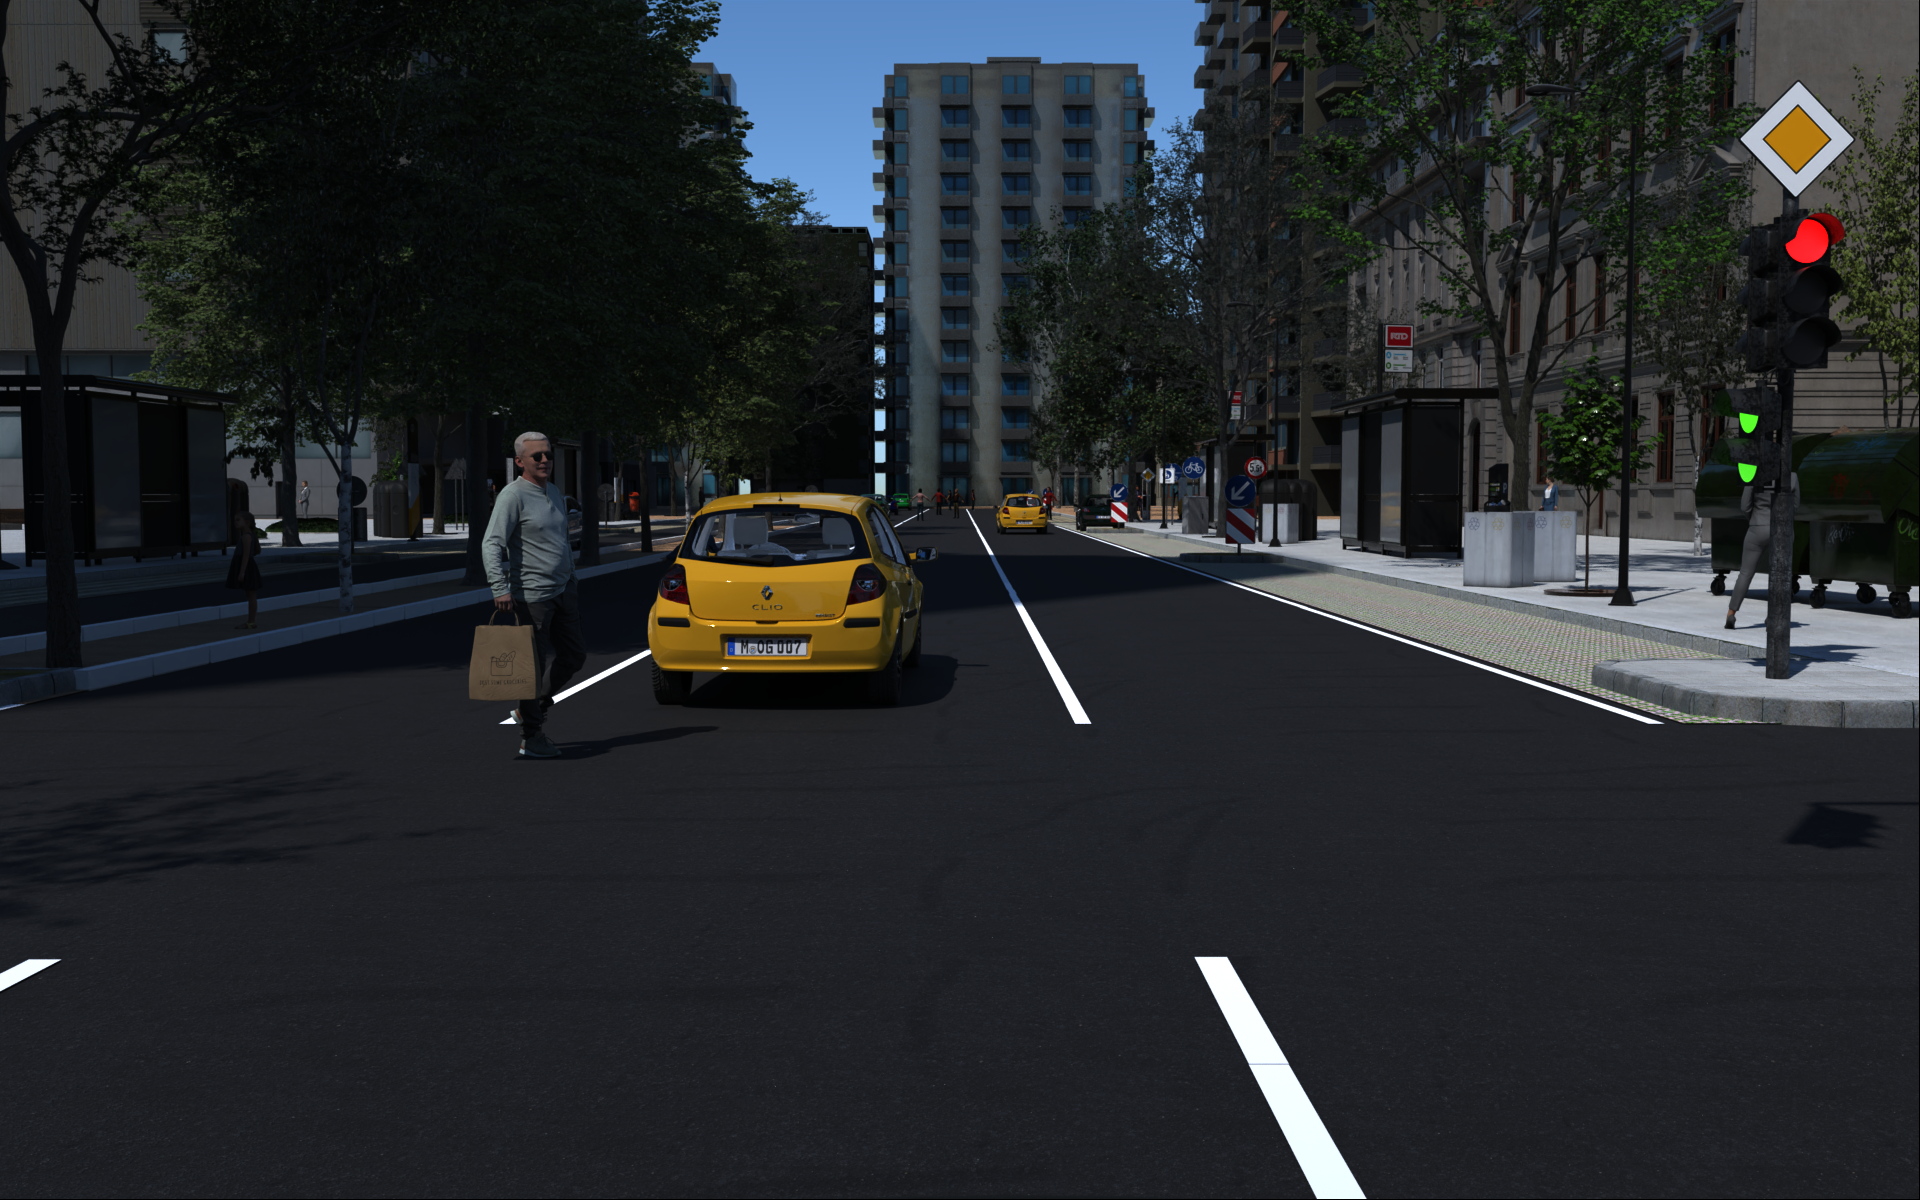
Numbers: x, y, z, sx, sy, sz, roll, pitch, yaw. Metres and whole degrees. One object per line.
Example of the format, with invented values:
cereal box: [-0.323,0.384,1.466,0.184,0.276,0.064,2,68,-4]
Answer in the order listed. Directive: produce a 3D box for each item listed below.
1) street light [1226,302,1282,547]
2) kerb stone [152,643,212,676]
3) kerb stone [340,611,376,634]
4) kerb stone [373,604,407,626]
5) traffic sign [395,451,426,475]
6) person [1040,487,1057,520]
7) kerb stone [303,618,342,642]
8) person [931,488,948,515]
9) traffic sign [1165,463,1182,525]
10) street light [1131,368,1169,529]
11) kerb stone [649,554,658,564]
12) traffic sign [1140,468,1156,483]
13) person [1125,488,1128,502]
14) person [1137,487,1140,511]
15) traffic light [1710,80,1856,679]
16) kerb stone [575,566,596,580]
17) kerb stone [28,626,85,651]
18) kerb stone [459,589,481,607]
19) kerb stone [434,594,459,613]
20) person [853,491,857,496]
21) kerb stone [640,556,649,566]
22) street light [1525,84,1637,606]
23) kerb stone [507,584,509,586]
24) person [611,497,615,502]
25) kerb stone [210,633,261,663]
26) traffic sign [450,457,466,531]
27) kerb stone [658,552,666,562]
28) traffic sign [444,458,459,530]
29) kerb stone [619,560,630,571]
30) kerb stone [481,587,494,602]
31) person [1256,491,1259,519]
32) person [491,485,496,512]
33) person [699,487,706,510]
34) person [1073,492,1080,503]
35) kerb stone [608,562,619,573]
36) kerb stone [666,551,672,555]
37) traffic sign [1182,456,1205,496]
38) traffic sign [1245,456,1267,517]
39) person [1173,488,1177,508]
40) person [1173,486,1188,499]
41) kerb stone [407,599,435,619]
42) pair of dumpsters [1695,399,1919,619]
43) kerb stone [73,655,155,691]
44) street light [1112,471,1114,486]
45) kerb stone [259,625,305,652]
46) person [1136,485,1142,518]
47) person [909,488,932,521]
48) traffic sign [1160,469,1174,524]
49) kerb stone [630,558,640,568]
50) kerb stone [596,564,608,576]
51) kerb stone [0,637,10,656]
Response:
street light: [7.130,-4.247,41.988,1.470,5.913,1.316,0,3,0]
kerb stone: [-6.403,0.493,14.128,0.120,0.150,1.000,0,3,0]
kerb stone: [-6.404,0.246,18.236,0.120,0.150,1.000,0,3,0]
kerb stone: [-6.408,0.179,19.271,0.120,0.150,1.000,0,3,0]
traffic sign: [-15.215,-2.934,47.983,0.884,2.594,0.081,0,4,5]
person: [4.863,-5.312,95.286,1.348,1.831,0.705,3,5,41]
kerb stone: [-6.406,0.306,17.213,0.120,0.150,1.000,0,3,0]
person: [-1.398,-6.621,116.699,1.348,1.831,0.705,2,4,29]
traffic sign: [8.779,-4.370,71.553,0.768,2.556,0.104,0,4,7]
street light: [7.029,-5.604,64.171,1.470,5.913,1.316,0,3,0]
kerb stone: [-6.415,-0.825,35.680,0.120,0.150,1.000,0,3,0]
traffic sign: [9.261,-5.227,85.191,0.795,2.593,0.064,1,4,8]
person: [11.303,-6.751,117.345,0.530,1.710,0.541,0,4,7]
person: [13.471,-7.660,131.311,0.705,1.821,1.348,-3,5,-40]
traffic light: [5.670,-1.408,11.941,0.839,4.253,0.868,0,3,0]
kerb stone: [-6.411,-0.446,29.529,0.120,0.150,1.000,0,3,0]
kerb stone: [-8.502,0.373,16.156,0.120,0.150,1.000,0,3,0]
kerb stone: [-6.407,-0.009,22.348,0.120,0.150,1.000,0,3,0]
kerb stone: [-6.403,0.054,21.320,0.120,0.150,1.000,0,3,0]
person: [-10.222,-9.733,168.549,0.541,1.710,0.530,-3,5,-41]
kerb stone: [-6.414,-0.757,34.653,0.120,0.150,1.000,0,3,0]
street light: [7.102,-2.890,19.800,1.470,5.913,1.316,0,3,0]
kerb stone: [-6.404,-0.135,24.406,0.120,0.150,1.000,0,3,0]
person: [-25.472,-7.387,127.376,0.990,1.755,0.434,0,4,-1]
kerb stone: [-6.399,0.431,15.155,0.120,0.150,1.000,0,3,0]
traffic sign: [-17.371,-3.701,60.521,0.884,2.594,0.081,0,4,3]
kerb stone: [-6.423,-0.885,36.702,0.120,0.150,1.000,0,3,0]
traffic sign: [-17.924,-3.769,61.630,0.884,2.594,0.081,0,4,2]
kerb stone: [-6.423,-0.637,32.607,0.120,0.150,1.000,0,3,0]
kerb stone: [-6.406,-0.072,23.380,0.120,0.150,1.000,0,3,0]
person: [15.257,-4.845,88.525,0.557,1.426,1.065,-2,4,-27]
person: [-24.748,-5.231,92.122,0.434,1.755,0.990,0,4,-4]
person: [-16.494,-6.371,110.762,0.434,1.755,0.990,0,4,-6]
person: [10.782,-9.355,159.448,0.683,1.767,0.568,-1,4,-18]
kerb stone: [-6.415,-0.574,31.580,0.120,0.150,1.000,0,3,0]
kerb stone: [-6.416,-0.950,37.724,0.120,0.150,1.000,0,3,0]
traffic sign: [7.926,-3.588,58.763,0.768,2.556,0.104,0,4,6]
traffic sign: [10.026,-3.587,58.748,0.768,2.556,0.104,0,4,2]
person: [20.063,-9.558,162.340,0.705,1.821,1.348,-1,4,-9]
person: [14.438,-6.583,113.299,1.348,1.869,0.705,3,4,36]
kerb stone: [-6.400,0.116,20.295,0.120,0.150,1.000,0,3,0]
pair of dumpsters: [10.100,-1.057,19.775,1.574,2.255,4.437,0,4,0]
kerb stone: [-6.400,0.556,13.098,0.120,0.150,1.000,0,3,0]
street light: [7.087,-6.941,86.025,1.470,5.913,1.316,0,3,0]
kerb stone: [-6.400,0.367,16.188,0.120,0.150,1.000,0,3,0]
person: [9.619,-5.293,93.033,0.683,1.767,0.568,-1,4,-22]
person: [-2.122,-5.117,92.872,1.217,1.736,0.721,0,4,5]
traffic sign: [8.285,-4.113,69.375,0.606,2.300,0.079,1,4,10]
kerb stone: [-6.414,-0.697,33.629,0.120,0.150,1.000,0,3,0]
kerb stone: [-6.415,-0.511,30.554,0.120,0.150,1.000,0,3,0]
kerb stone: [-8.498,0.432,15.133,0.120,0.150,1.000,0,3,0]
